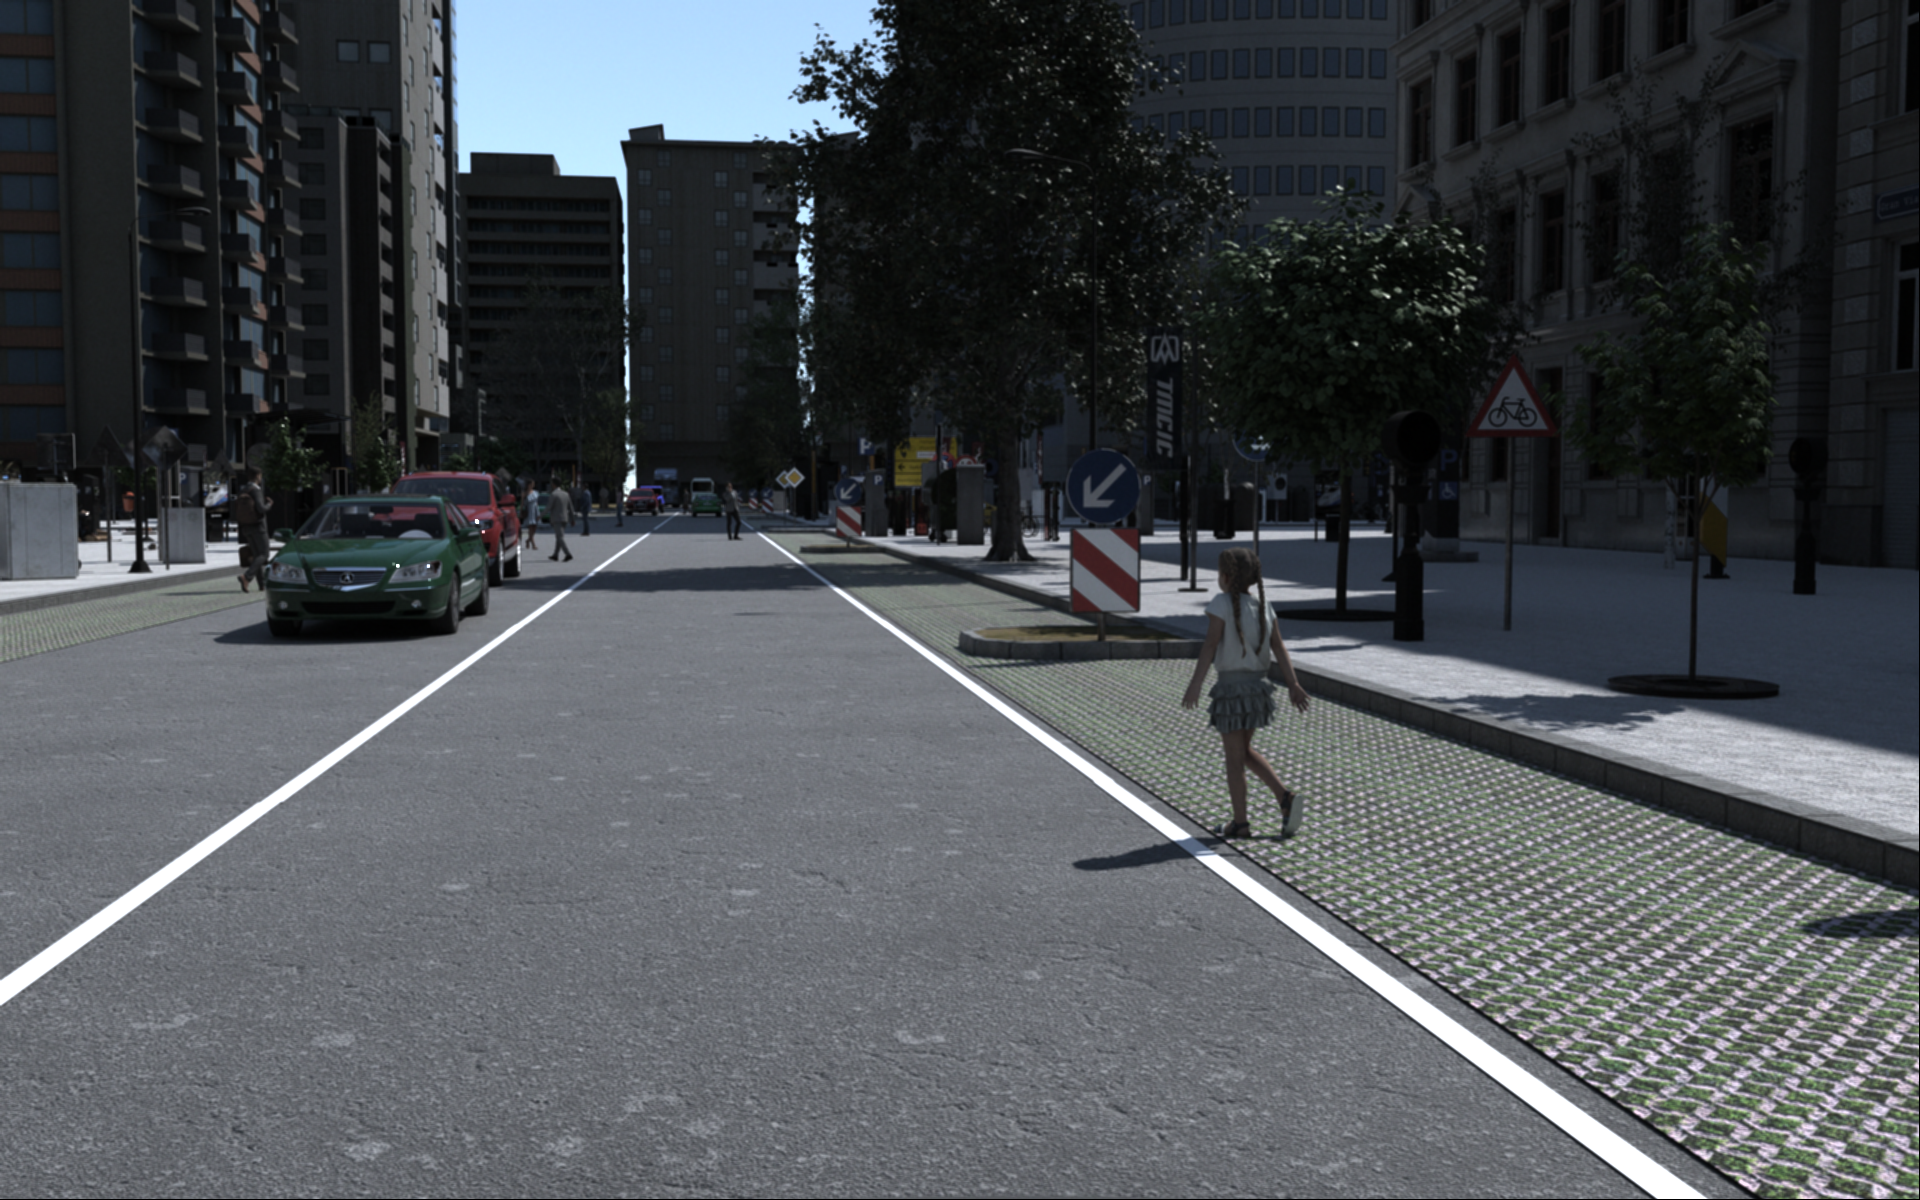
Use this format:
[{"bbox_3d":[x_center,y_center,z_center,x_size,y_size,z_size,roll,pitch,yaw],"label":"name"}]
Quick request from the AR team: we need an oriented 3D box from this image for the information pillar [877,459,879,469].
[{"bbox_3d":[-5.459,-7.588,115.415,0.183,3.616,0.504,-1,4,-8],"label":"information pillar"}]

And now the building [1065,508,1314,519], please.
[{"bbox_3d":[19.041,-34.091,99.390,28.212,58.520,21.231,-1,4,-8],"label":"building"}]

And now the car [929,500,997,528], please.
[{"bbox_3d":[0.366,-3.613,69.289,3.980,1.641,2.015,0,4,-7],"label":"car"}]

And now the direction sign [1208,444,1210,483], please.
[{"bbox_3d":[11.251,-5.274,78.219,0.379,3.537,0.876,0,4,4],"label":"direction sign"}]

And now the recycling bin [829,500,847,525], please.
[{"bbox_3d":[-5.021,-3.615,71.666,0.722,1.027,0.722,-1,4,-15],"label":"recycling bin"}]

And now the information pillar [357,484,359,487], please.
[{"bbox_3d":[-33.078,-5.547,95.180,0.304,2.012,0.304,-1,4,-15],"label":"information pillar"}]

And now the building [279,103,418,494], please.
[{"bbox_3d":[-49.898,-22.030,131.886,14.160,30.474,14.107,-1,4,-8],"label":"building"}]

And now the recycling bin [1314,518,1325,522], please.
[{"bbox_3d":[16.593,-4.053,78.814,0.722,1.027,0.722,-2,4,-23],"label":"recycling bin"}]

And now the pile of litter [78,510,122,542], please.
[{"bbox_3d":[-23.455,-2.001,46.688,1.719,0.858,1.176,-3,5,-44],"label":"pile of litter"}]

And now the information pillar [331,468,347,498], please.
[{"bbox_3d":[-17.508,-2.715,48.879,0.304,2.012,0.304,3,4,38],"label":"information pillar"}]

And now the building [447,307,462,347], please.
[{"bbox_3d":[-82.867,-34.252,251.895,23.993,40.220,32.217,-1,4,-8],"label":"building"}]

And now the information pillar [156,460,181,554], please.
[{"bbox_3d":[-15.258,-1.768,33.406,0.304,2.012,0.304,1,4,15],"label":"information pillar"}]

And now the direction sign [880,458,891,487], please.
[{"bbox_3d":[-4.643,-7.142,108.766,0.876,3.537,0.379,2,4,28],"label":"direction sign"}]

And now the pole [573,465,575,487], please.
[{"bbox_3d":[-26.916,-7.749,120.541,0.158,3.312,0.155,0,3,0],"label":"pole"}]

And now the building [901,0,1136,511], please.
[{"bbox_3d":[4.190,-38.693,174.629,21.231,58.520,28.212,-1,4,-8],"label":"building"}]

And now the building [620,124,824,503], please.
[{"bbox_3d":[-35.258,-40.775,255.916,27.495,52.752,28.713,-1,4,-8],"label":"building"}]

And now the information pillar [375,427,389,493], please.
[{"bbox_3d":[-20.244,-4.242,60.713,0.183,3.616,0.504,3,5,43],"label":"information pillar"}]

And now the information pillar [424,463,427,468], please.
[{"bbox_3d":[-40.602,-8.561,131.334,0.504,3.616,0.183,2,4,26],"label":"information pillar"}]

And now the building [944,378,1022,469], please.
[{"bbox_3d":[11.975,-49.683,124.991,22.319,86.520,31.000,-1,4,-8],"label":"building"}]

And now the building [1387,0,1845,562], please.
[{"bbox_3d":[19.341,-12.625,42.583,11.583,22.565,21.152,-1,4,-8],"label":"building"}]

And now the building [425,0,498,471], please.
[{"bbox_3d":[-67.574,-53.585,188.780,31.000,86.520,22.319,-1,4,-8],"label":"building"}]

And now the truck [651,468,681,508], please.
[{"bbox_3d":[-31.396,-12.008,186.089,2.967,4.110,18.799,-1,4,-8],"label":"truck"}]

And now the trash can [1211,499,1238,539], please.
[{"bbox_3d":[7.502,-2.293,49.142,0.748,1.137,0.748,0,3,0],"label":"trash can"}]

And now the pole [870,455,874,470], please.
[{"bbox_3d":[-3.157,-4.184,62.260,0.158,3.312,0.155,0,3,0],"label":"pole"}]

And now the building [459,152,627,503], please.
[{"bbox_3d":[-59.458,-38.262,249.280,21.600,48.544,21.300,-1,4,-8],"label":"building"}]

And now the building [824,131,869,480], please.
[{"bbox_3d":[-8.133,-41.052,260.433,27.495,52.752,28.713,-1,4,-8],"label":"building"}]

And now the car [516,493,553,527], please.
[{"bbox_3d":[-18.332,-4.064,75.247,1.959,1.807,4.718,-1,4,-9],"label":"car"}]

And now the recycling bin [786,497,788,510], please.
[{"bbox_3d":[-14.588,-7.922,142.080,0.722,1.027,0.722,-2,4,-34],"label":"recycling bin"}]

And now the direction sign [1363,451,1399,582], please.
[{"bbox_3d":[6.401,-2.042,25.384,0.876,3.537,0.379,3,5,43],"label":"direction sign"}]

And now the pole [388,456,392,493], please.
[{"bbox_3d":[-29.444,-5.853,89.543,0.158,3.312,0.155,0,3,0],"label":"pole"}]

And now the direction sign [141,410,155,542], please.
[{"bbox_3d":[-22.028,-3.353,46.813,0.379,3.537,0.876,-2,4,-30],"label":"direction sign"}]

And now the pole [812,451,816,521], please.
[{"bbox_3d":[-6.874,-5.353,81.368,0.158,3.312,0.155,0,3,0],"label":"pole"}]

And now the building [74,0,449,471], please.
[{"bbox_3d":[-60.809,-34.480,152.983,28.713,52.752,27.495,-1,4,-8],"label":"building"}]

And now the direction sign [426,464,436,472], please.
[{"bbox_3d":[-39.296,-8.366,128.774,0.379,3.537,0.876,3,4,38],"label":"direction sign"}]

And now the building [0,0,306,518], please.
[{"bbox_3d":[-51.836,-27.327,101.414,22.147,44.769,28.867,-1,4,-8],"label":"building"}]

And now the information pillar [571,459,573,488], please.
[{"bbox_3d":[-26.113,-7.665,116.678,0.183,3.616,0.504,-1,4,-8],"label":"information pillar"}]

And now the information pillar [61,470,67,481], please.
[{"bbox_3d":[-43.170,-5.634,83.475,0.183,3.616,0.504,0,4,-4],"label":"information pillar"}]

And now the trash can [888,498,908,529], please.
[{"bbox_3d":[-2.265,-3.141,63.012,0.748,1.137,0.748,0,3,0],"label":"trash can"}]

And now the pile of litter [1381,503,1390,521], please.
[{"bbox_3d":[20.412,-4.134,81.554,1.176,0.858,1.719,1,4,15],"label":"pile of litter"}]

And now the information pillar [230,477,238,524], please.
[{"bbox_3d":[-30.642,-4.199,73.150,0.304,2.012,0.304,-1,4,-14],"label":"information pillar"}]

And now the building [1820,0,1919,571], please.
[{"bbox_3d":[23.017,-13.598,19.597,12.463,27.353,25.104,-1,4,-8],"label":"building"}]

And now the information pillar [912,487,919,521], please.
[{"bbox_3d":[-2.163,-5.641,83.581,0.504,3.616,0.183,-3,4,-38],"label":"information pillar"}]

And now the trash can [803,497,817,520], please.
[{"bbox_3d":[-7.321,-4.467,84.682,0.748,1.137,0.748,0,3,0],"label":"trash can"}]

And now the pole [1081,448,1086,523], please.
[{"bbox_3d":[5.438,-5.037,76.202,0.158,3.312,0.155,0,3,0],"label":"pole"}]

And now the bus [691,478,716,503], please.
[{"bbox_3d":[-30.913,-13.057,208.336,2.948,3.499,13.247,0,4,-8],"label":"bus"}]

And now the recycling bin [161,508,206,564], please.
[{"bbox_3d":[-14.394,-1.197,32.133,0.722,1.027,0.722,-1,4,-23],"label":"recycling bin"}]

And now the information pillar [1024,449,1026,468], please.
[{"bbox_3d":[3.422,-6.041,90.122,0.183,3.616,0.504,2,4,34],"label":"information pillar"}]

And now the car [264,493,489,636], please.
[{"bbox_3d":[-6.304,-0.446,19.084,2.131,1.459,4.920,-1,4,-9],"label":"car"}]

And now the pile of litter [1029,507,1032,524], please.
[{"bbox_3d":[3.548,-3.825,76.504,1.176,0.858,1.719,-2,4,-31],"label":"pile of litter"}]

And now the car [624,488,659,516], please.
[{"bbox_3d":[-21.485,-6.628,117.042,2.281,1.827,5.304,0,4,-8],"label":"car"}]

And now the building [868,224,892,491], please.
[{"bbox_3d":[1.014,-35.266,200.296,21.300,48.544,21.600,-1,4,-8],"label":"building"}]

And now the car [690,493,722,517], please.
[{"bbox_3d":[-15.858,-6.088,108.327,1.959,1.807,4.718,-1,4,-10],"label":"car"}]

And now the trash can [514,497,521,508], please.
[{"bbox_3d":[-24.580,-5.177,96.292,0.748,1.137,0.748,0,3,0],"label":"trash can"}]

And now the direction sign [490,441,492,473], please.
[{"bbox_3d":[-20.305,-5.076,74.985,0.379,3.537,0.876,-1,4,-15],"label":"direction sign"}]

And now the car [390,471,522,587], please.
[{"bbox_3d":[-8.370,-1.202,28.325,2.281,1.827,5.304,-1,4,-9],"label":"car"}]
